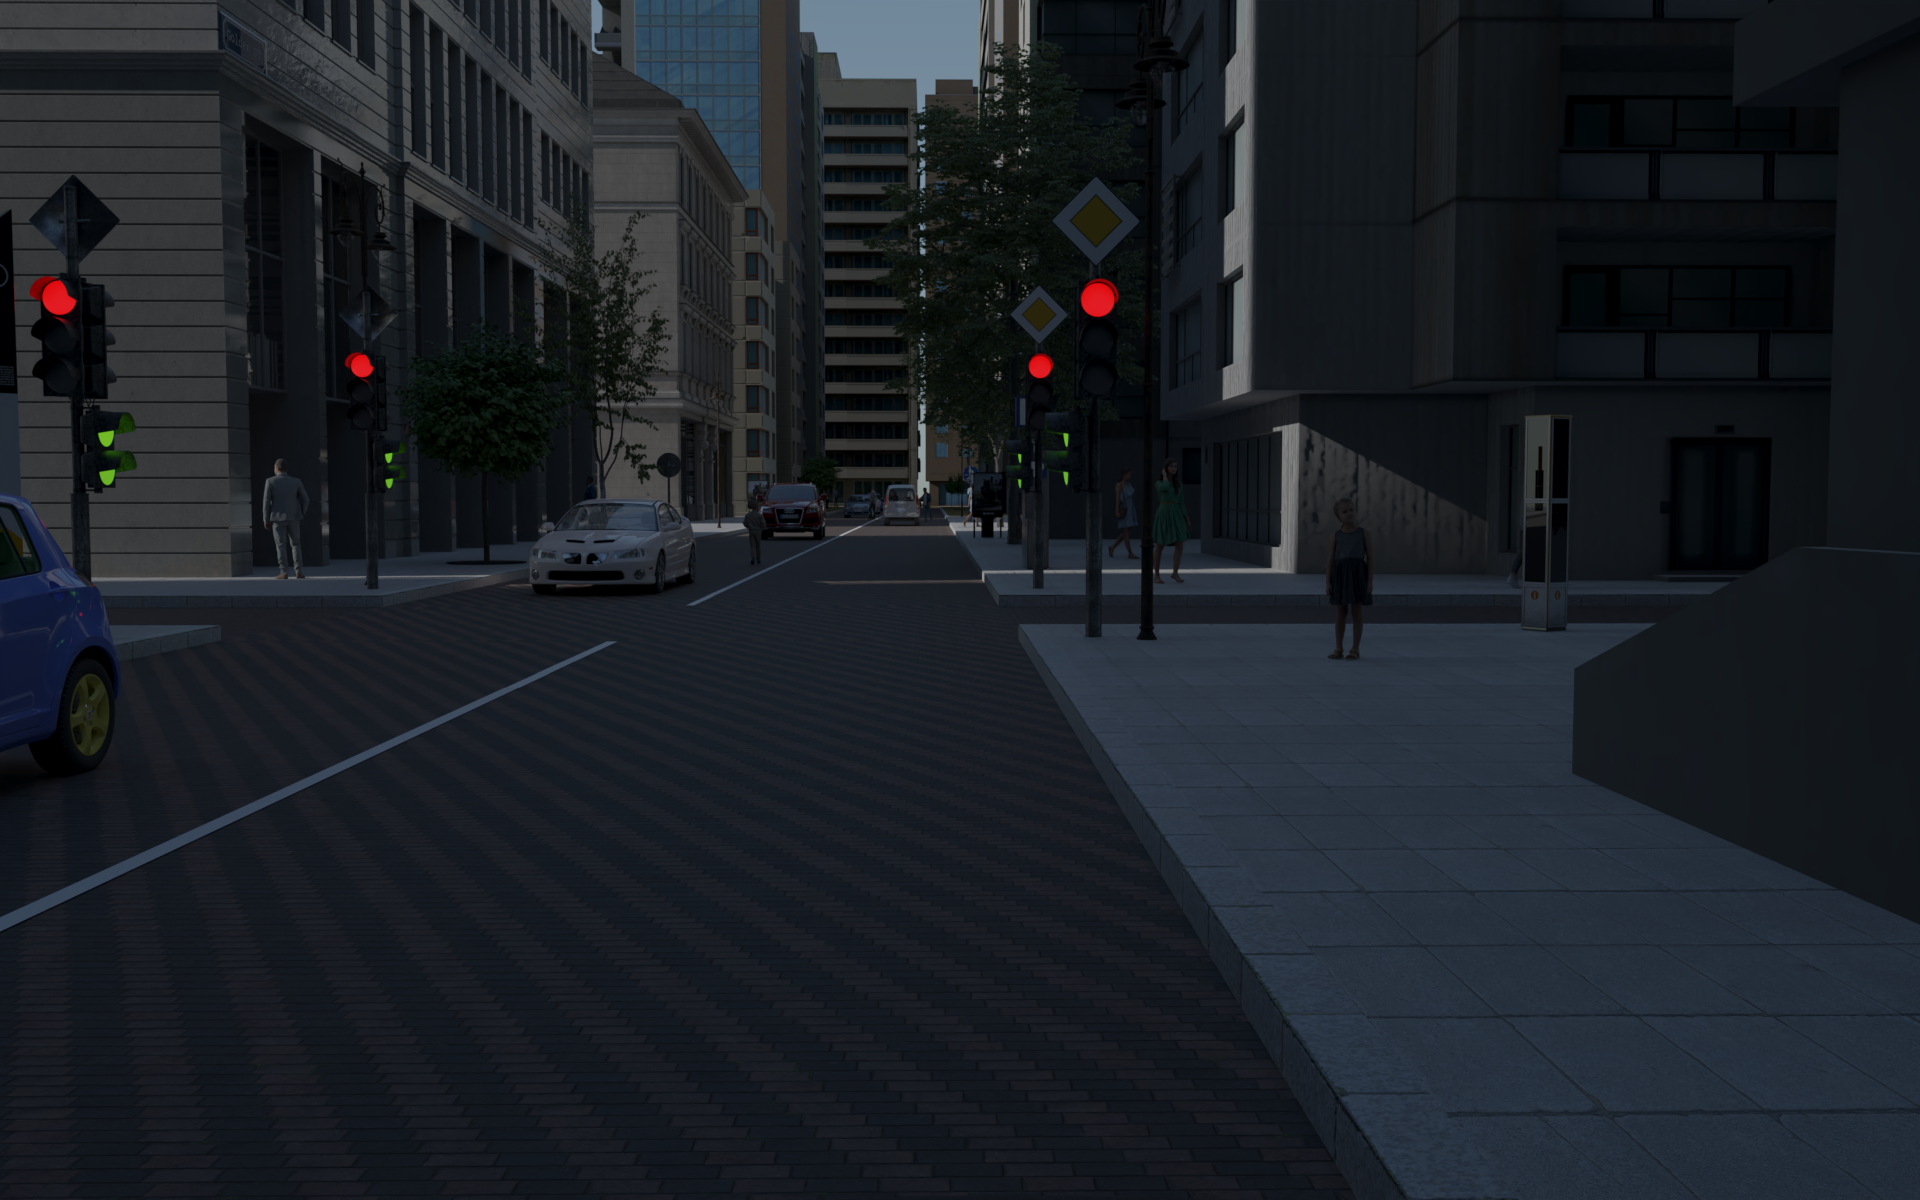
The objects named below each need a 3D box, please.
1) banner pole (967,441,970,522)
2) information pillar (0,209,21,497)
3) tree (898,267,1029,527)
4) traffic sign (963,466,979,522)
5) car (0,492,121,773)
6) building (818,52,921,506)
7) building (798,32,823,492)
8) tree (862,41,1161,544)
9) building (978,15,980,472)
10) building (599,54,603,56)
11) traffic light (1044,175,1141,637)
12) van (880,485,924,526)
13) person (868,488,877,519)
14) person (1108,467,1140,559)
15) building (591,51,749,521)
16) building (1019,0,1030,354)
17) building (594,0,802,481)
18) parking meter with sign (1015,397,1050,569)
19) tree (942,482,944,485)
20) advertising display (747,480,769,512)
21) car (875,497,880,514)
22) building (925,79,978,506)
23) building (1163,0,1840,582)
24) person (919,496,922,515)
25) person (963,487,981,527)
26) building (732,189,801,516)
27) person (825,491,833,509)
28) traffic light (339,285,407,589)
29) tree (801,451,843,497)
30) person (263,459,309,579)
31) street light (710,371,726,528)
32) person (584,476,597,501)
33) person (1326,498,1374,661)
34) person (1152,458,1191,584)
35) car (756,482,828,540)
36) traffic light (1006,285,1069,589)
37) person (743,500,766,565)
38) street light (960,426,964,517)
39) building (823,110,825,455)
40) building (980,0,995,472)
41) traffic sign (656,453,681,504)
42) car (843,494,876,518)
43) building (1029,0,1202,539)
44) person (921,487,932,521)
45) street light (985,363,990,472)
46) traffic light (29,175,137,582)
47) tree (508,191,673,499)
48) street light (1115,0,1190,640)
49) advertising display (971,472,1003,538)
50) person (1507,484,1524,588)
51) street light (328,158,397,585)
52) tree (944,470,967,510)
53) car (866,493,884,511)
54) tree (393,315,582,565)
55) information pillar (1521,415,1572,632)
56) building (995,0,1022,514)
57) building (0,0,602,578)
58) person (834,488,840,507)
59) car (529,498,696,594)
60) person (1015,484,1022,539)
[{"bbox_3d":[0.380,-5.550,80.755,0.401,3.779,0.863,1,4,11],"label":"banner pole"},{"bbox_3d":[-7.942,-1.395,14.162,0.183,3.616,0.504,3,5,39],"label":"information pillar"},{"bbox_3d":[1.614,-8.087,66.633,8.767,10.594,7.601,0,4,6],"label":"tree"},{"bbox_3d":[0.506,-4.800,78.591,0.768,2.556,0.104,0,4,3],"label":"traffic sign"},{"bbox_3d":[-5.272,0.121,7.618,1.945,1.707,3.694,0,4,-2],"label":"car"},{"bbox_3d":[-15.261,-34.899,194.292,21.600,48.544,21.300,0,4,-1],"label":"building"},{"bbox_3d":[-19.585,-28.449,148.743,14.154,41.232,14.086,0,4,-1],"label":"building"},{"bbox_3d":[1.428,-7.673,43.577,7.486,12.596,7.792,0,3,0],"label":"tree"},{"bbox_3d":[8.548,-28.556,150.478,14.154,41.232,14.086,0,4,-1],"label":"building"},{"bbox_3d":[-34.825,-29.392,164.146,14.086,41.232,14.154,0,4,-1],"label":"building"},{"bbox_3d":[1.182,-1.623,15.459,0.839,4.253,0.868,0,4,-1],"label":"traffic light"},{"bbox_3d":[-2.658,-4.427,79.391,2.013,2.044,4.112,0,4,-1],"label":"van"},{"bbox_3d":[-4.978,-5.487,98.390,0.473,1.802,0.592,2,4,33],"label":"person"},{"bbox_3d":[3.215,-1.722,34.287,0.778,1.811,0.616,3,5,42],"label":"person"},{"bbox_3d":[-16.546,-13.747,75.670,10.553,20.767,40.483,0,4,-1],"label":"building"},{"bbox_3d":[16.923,-30.283,84.361,28.713,52.752,27.495,0,4,-1],"label":"building"},{"bbox_3d":[-19.775,-29.626,134.496,14.600,45.320,14.200,0,4,-1],"label":"building"},{"bbox_3d":[1.294,-2.077,30.221,0.543,3.016,1.738,0,4,-3],"label":"parking meter with sign"},{"bbox_3d":[-0.860,-9.922,156.825,1.663,3.219,1.824,0,3,0],"label":"tree"},{"bbox_3d":[-9.278,-4.550,79.604,0.974,1.923,0.123,0,4,6],"label":"advertising display"},{"bbox_3d":[-6.731,-6.856,124.459,2.083,1.381,4.827,0,4,1],"label":"car"},{"bbox_3d":[3.292,-33.060,190.644,14.200,45.320,14.600,0,4,-1],"label":"building"},{"bbox_3d":[11.340,-21.176,29.817,14.086,41.232,14.154,0,4,-1],"label":"building"},{"bbox_3d":[-2.697,-6.660,120.630,0.697,1.427,0.421,-3,4,-36],"label":"person"},{"bbox_3d":[0.525,-3.732,67.149,0.778,1.811,0.616,-2,4,-23],"label":"person"},{"bbox_3d":[-25.325,-16.374,112.761,27.650,21.520,28.899,0,4,-1],"label":"building"},{"bbox_3d":[-11.401,-8.846,151.204,0.750,1.759,0.617,-1,4,-19],"label":"person"},{"bbox_3d":[-7.914,-2.101,23.274,0.839,4.253,0.868,0,4,-1],"label":"traffic light"},{"bbox_3d":[-10.483,-8.998,130.838,4.285,4.588,4.351,0,3,0],"label":"tree"},{"bbox_3d":[-10.180,-1.224,26.154,0.635,1.810,0.391,-3,5,-42],"label":"person"},{"bbox_3d":[-9.084,-5.651,65.186,0.468,5.910,1.993,0,4,-1],"label":"street light"},{"bbox_3d":[-10.718,-2.688,50.175,0.419,1.800,0.721,-1,4,-22],"label":"person"},{"bbox_3d":[3.014,-0.164,13.391,0.362,1.253,0.373,2,4,27],"label":"person"},{"bbox_3d":[2.996,-1.133,24.809,0.600,1.795,0.529,-3,4,-36],"label":"person"},{"bbox_3d":[-5.409,-2.899,56.067,2.281,1.827,5.304,0,4,-3],"label":"car"},{"bbox_3d":[1.046,-2.111,23.443,0.839,4.253,0.868,0,4,-1],"label":"traffic light"},{"bbox_3d":[-4.194,-1.378,35.306,0.475,1.303,0.640,0,4,-6],"label":"person"},{"bbox_3d":[0.116,-7.653,97.912,0.468,5.910,1.993,0,4,-1],"label":"street light"},{"bbox_3d":[-20.078,-29.471,165.438,14.086,41.232,14.154,0,4,-1],"label":"building"},{"bbox_3d":[12.458,-31.120,132.510,21.300,48.544,21.600,0,4,-1],"label":"building"},{"bbox_3d":[-8.942,-3.248,53.206,0.768,2.556,0.104,0,4,1],"label":"traffic sign"},{"bbox_3d":[-6.048,-5.674,104.767,2.014,1.417,4.499,0,3,0],"label":"car"},{"bbox_3d":[9.108,-17.335,55.122,14.160,30.474,14.107,0,4,-1],"label":"building"},{"bbox_3d":[-1.763,-5.044,91.320,0.623,1.781,0.721,1,4,18],"label":"person"},{"bbox_3d":[0.884,-5.151,57.003,0.468,5.910,1.993,0,4,-1],"label":"street light"},{"bbox_3d":[-7.777,-1.613,15.290,0.839,4.253,0.868,0,4,-1],"label":"traffic light"},{"bbox_3d":[-8.759,-5.610,42.087,4.737,8.622,4.395,0,3,0],"label":"tree"},{"bbox_3d":[1.648,-2.588,15.103,0.468,5.910,1.993,0,4,-1],"label":"street light"},{"bbox_3d":[0.809,-2.796,50.922,0.974,1.923,0.123,-1,4,-22],"label":"advertising display"},{"bbox_3d":[7.772,-1.059,23.541,0.728,1.800,0.709,0,4,-8],"label":"person"},{"bbox_3d":[-8.320,-3.149,24.277,0.468,5.910,1.993,0,4,-1],"label":"street light"},{"bbox_3d":[-0.068,-9.042,142.437,1.663,3.219,1.824,0,3,0],"label":"tree"},{"bbox_3d":[-7.409,-8.448,147.711,1.945,1.707,3.694,0,4,-2],"label":"car"},{"bbox_3d":[-8.682,-2.950,31.951,4.285,4.588,4.351,0,3,0],"label":"tree"},{"bbox_3d":[5.499,-0.719,16.246,0.304,2.012,0.304,-2,4,-34],"label":"information pillar"},{"bbox_3d":[9.439,-28.401,114.461,14.600,45.320,14.200,0,4,-1],"label":"building"},{"bbox_3d":[-16.825,-16.074,40.309,11.434,29.767,29.804,0,4,-1],"label":"building"},{"bbox_3d":[-12.026,-10.014,169.634,0.599,1.838,0.709,2,4,27],"label":"person"},{"bbox_3d":[-5.210,-0.863,26.464,2.083,1.381,4.827,0,4,1],"label":"car"},{"bbox_3d":[1.446,-1.819,35.745,0.622,1.834,0.822,0,4,6],"label":"person"}]
